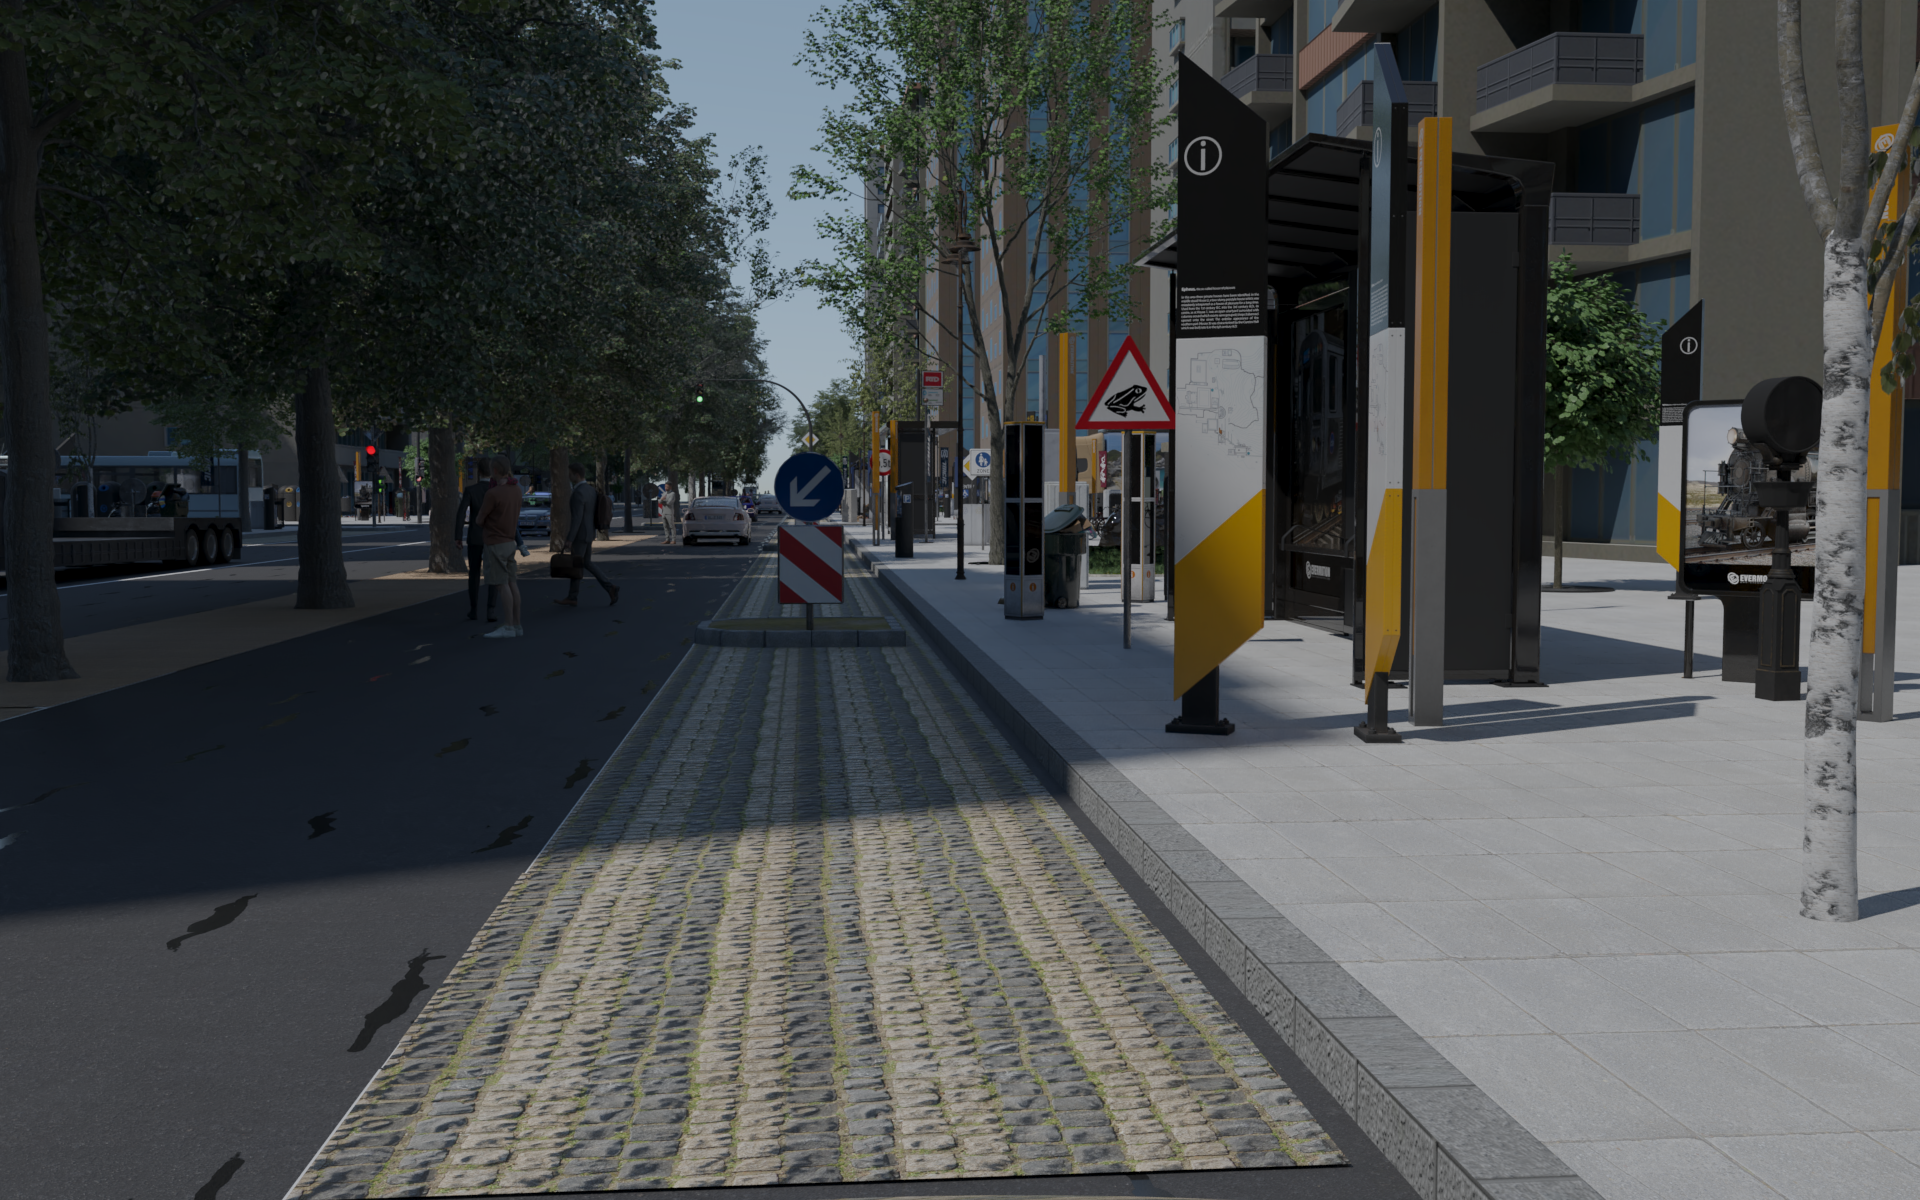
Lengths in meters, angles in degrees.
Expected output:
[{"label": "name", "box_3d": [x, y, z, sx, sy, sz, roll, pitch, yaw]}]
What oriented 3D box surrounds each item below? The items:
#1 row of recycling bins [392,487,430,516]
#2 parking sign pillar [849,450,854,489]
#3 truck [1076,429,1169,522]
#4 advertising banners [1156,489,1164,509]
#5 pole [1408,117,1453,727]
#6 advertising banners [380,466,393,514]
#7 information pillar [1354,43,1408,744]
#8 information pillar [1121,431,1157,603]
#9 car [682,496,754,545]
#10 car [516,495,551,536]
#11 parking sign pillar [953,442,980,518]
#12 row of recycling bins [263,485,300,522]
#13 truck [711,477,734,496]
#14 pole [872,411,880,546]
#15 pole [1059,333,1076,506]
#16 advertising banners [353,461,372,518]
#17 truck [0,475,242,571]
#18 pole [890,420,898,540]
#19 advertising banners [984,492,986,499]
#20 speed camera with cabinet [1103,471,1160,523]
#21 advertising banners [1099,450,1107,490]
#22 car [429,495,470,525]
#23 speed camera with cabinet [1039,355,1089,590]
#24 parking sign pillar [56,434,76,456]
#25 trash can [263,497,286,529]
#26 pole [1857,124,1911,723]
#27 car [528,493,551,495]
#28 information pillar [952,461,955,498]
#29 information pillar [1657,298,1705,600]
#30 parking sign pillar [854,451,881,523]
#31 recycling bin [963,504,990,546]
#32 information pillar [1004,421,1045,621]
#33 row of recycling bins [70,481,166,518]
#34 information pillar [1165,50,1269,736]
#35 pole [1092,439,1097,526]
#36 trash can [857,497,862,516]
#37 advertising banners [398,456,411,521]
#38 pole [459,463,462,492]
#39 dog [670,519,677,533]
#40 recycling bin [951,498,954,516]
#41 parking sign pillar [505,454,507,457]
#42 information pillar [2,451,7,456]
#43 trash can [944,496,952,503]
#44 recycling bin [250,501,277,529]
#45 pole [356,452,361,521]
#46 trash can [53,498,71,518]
[{"label": "row of recycling bins", "box_3d": [-33.217, -5.988, 105.019, 1.069, 1.692, 3.534, 1, 4, 12]}, {"label": "parking sign pillar", "box_3d": [-6.180, -7.253, 107.064, 1.447, 3.967, 1.447, -1, 4, -18]}, {"label": "truck", "box_3d": [8.330, -5.211, 74.117, 11.283, 4.237, 2.839, 0, 4, -5]}, {"label": "advertising banners", "box_3d": [5.657, -3.286, 49.913, 0.090, 3.025, 2.074, -1, 4, -12]}, {"label": "pole", "box_3d": [2.588, -0.959, 9.530, 0.158, 3.312, 0.155, 0, 3, 0]}, {"label": "advertising banners", "box_3d": [-35.793, -6.902, 109.029, 2.074, 3.025, 0.090, 2, 4, 34]}, {"label": "information pillar", "box_3d": [2.182, -1.072, 8.879, 0.183, 3.616, 0.504, 0, 4, 2]}, {"label": "information pillar", "box_3d": [2.107, -0.976, 20.450, 0.304, 2.012, 0.304, 3, 4, 36]}, {"label": "car", "box_3d": [-6.973, -2.291, 49.819, 2.083, 1.381, 4.827, 0, 4, -6]}, {"label": "car", "box_3d": [-14.810, -2.953, 60.291, 2.014, 1.417, 4.499, 0, 4, -7]}, {"label": "parking sign pillar", "box_3d": [0.355, -6.210, 90.000, 1.447, 3.967, 1.447, 2, 4, 24]}, {"label": "row of recycling bins", "box_3d": [-33.845, -4.692, 83.834, 3.534, 1.692, 1.069, 1, 4, 10]}, {"label": "truck", "box_3d": [-27.562, -12.985, 201.224, 2.839, 4.237, 11.283, 0, 4, -6]}, {"label": "pole", "box_3d": [-2.076, -2.994, 42.799, 0.158, 3.312, 0.155, 0, 3, 0]}, {"label": "pole", "box_3d": [1.368, -1.725, 22.044, 0.158, 3.312, 0.155, 0, 3, 0]}, {"label": "advertising banners", "box_3d": [-31.558, -5.826, 91.436, 0.090, 3.025, 2.074, 0, 4, 5]}, {"label": "truck", "box_3d": [-15.489, -2.276, 26.977, 2.967, 4.110, 18.799, 0, 4, -5]}, {"label": "pole", "box_3d": [-1.820, -3.306, 47.902, 0.158, 3.312, 0.155, 0, 3, 0]}, {"label": "advertising banners", "box_3d": [2.819, -8.445, 134.264, 2.074, 3.025, 0.090, -1, 4, -20]}, {"label": "speed camera with cabinet", "box_3d": [6.407, -4.302, 64.672, 2.038, 3.252, 0.660, 0, 4, -3]}, {"label": "advertising banners", "box_3d": [6.170, -4.458, 69.072, 0.090, 3.025, 2.074, -2, 4, -34]}, {"label": "car", "box_3d": [-23.954, -4.282, 82.367, 2.083, 1.381, 4.827, 0, 4, -6]}, {"label": "speed camera with cabinet", "box_3d": [1.397, -1.820, 24.090, 0.660, 3.252, 2.038, 0, 4, -3]}, {"label": "parking sign pillar", "box_3d": [-39.698, -5.388, 76.572, 1.447, 3.967, 1.447, 1, 4, 13]}, {"label": "trash can", "box_3d": [-24.937, -3.145, 63.072, 0.748, 1.137, 0.748, 0, 3, 0]}, {"label": "pole", "box_3d": [5.171, -0.971, 9.717, 0.158, 3.312, 0.155, 0, 3, 0]}, {"label": "car", "box_3d": [-20.138, -4.468, 82.643, 1.945, 1.707, 3.694, 0, 4, -4]}, {"label": "information pillar", "box_3d": [-0.451, -8.074, 123.371, 0.183, 3.616, 0.504, 1, 4, 14]}, {"label": "information pillar", "box_3d": [8.740, -1.813, 20.991, 0.504, 3.616, 0.183, 3, 5, 42]}, {"label": "parking sign pillar", "box_3d": [-3.779, -5.418, 77.053, 1.447, 3.967, 1.447, -1, 4, -10]}, {"label": "recycling bin", "box_3d": [0.356, -1.882, 43.323, 0.722, 1.027, 0.722, 1, 4, 10]}, {"label": "information pillar", "box_3d": [0.655, -0.806, 17.669, 0.304, 2.012, 0.304, -3, 4, -36]}, {"label": "row of recycling bins", "box_3d": [-27.077, -2.987, 55.948, 3.534, 1.692, 1.069, 1, 4, 11]}, {"label": "information pillar", "box_3d": [1.371, -1.091, 9.193, 0.504, 3.616, 0.183, 1, 4, 21]}, {"label": "pole", "box_3d": [4.958, -4.282, 63.860, 0.158, 3.312, 0.155, 0, 3, 0]}, {"label": "trash can", "box_3d": [-5.137, -4.434, 84.146, 0.748, 1.137, 0.748, 0, 3, 0]}, {"label": "advertising banners", "box_3d": [-26.203, -5.228, 81.668, 0.090, 3.025, 2.074, 0, 4, -4]}, {"label": "pole", "box_3d": [-26.875, -6.080, 93.243, 0.158, 3.312, 0.155, 0, 3, 0]}, {"label": "dog", "box_3d": [-10.696, -2.770, 64.571, 0.406, 0.507, 0.540, -3, 4, -38]}, {"label": "recycling bin", "box_3d": [-0.301, -5.554, 103.355, 0.722, 1.027, 0.722, -2, 4, -25]}, {"label": "parking sign pillar", "box_3d": [-30.881, -7.924, 118.024, 1.447, 3.967, 1.447, -2, 4, -24]}, {"label": "information pillar", "box_3d": [-50.385, -6.120, 91.420, 0.183, 3.616, 0.504, 2, 4, 30]}, {"label": "trash can", "box_3d": [-0.941, -7.566, 135.361, 0.748, 1.137, 0.748, 0, 3, 0]}, {"label": "recycling bin", "box_3d": [-25.708, -3.143, 63.942, 0.722, 1.027, 0.722, 0, 4, 1]}, {"label": "pole", "box_3d": [-29.123, -5.509, 83.921, 0.158, 3.312, 0.155, 0, 3, 0]}, {"label": "trash can", "box_3d": [-29.499, -2.758, 56.744, 0.748, 1.137, 0.748, 0, 3, 0]}]
